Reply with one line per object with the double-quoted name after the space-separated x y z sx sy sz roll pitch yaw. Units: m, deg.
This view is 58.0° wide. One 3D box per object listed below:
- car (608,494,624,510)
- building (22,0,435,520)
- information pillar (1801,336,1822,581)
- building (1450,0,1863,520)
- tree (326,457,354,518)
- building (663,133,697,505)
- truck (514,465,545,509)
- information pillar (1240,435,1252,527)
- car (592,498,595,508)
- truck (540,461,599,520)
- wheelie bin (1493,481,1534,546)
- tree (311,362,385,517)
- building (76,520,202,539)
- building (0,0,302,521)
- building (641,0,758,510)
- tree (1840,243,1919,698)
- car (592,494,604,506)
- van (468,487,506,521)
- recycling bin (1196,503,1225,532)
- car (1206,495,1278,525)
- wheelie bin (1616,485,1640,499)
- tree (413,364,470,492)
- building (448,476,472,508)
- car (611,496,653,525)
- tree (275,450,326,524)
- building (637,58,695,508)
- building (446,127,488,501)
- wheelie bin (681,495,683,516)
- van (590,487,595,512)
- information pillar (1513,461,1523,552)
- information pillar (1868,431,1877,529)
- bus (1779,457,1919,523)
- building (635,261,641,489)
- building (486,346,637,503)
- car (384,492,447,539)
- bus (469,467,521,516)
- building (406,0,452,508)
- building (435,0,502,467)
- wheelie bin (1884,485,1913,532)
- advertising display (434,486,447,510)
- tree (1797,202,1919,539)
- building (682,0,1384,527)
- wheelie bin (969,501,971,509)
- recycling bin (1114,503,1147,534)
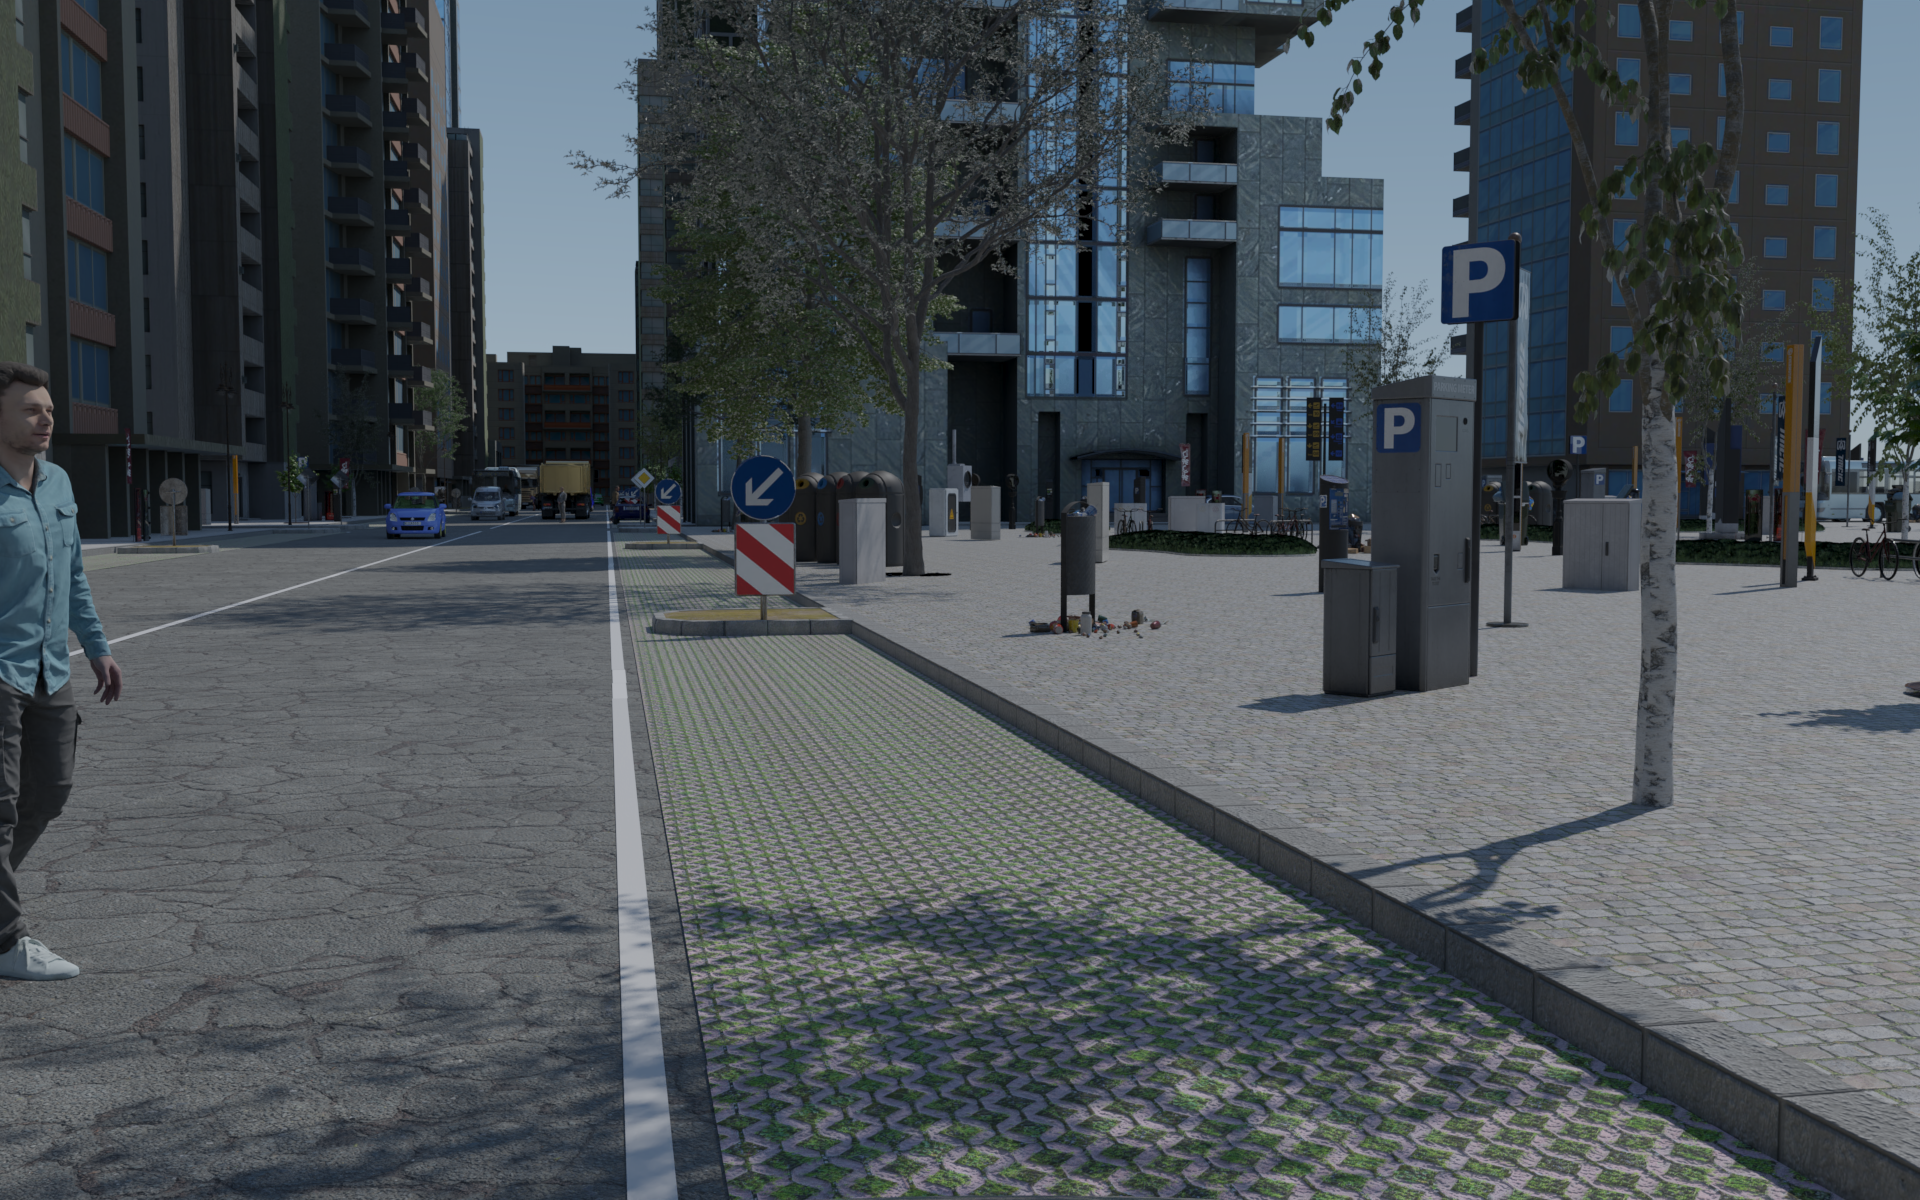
-30.791 -8.989 156.753 2.009 1.686 4.222 -1 4 -13 "car"
-46.216 -27.912 110.986 22.147 44.769 28.867 -1 4 -12 "building"
12.580 -2.091 25.549 0.183 3.616 0.504 2 4 34 "information pillar"
35.333 -26.857 89.215 14.200 45.320 14.600 -1 4 -12 "building"
-32.908 -5.933 91.609 1.663 3.219 1.824 0 3 0 "tree"
-17.274 -22.677 142.467 14.160 30.474 14.107 -1 4 -12 "building"
-41.754 -10.934 167.689 2.839 4.237 11.283 -1 4 -10 "truck"
11.318 -4.713 68.407 0.504 3.616 0.183 -2 4 -32 "information pillar"
-38.915 -10.434 180.190 1.945 1.707 3.694 -1 4 -11 "car"
-22.913 -6.424 100.962 3.469 3.379 9.791 -1 4 -10 "truck"
13.807 -2.166 43.316 0.980 1.594 0.693 0 4 5 "wheelie bin"
-33.842 -8.936 96.462 4.360 8.622 3.978 0 3 0 "tree"
-38.200 -24.123 49.037 28.867 44.769 22.147 -1 4 -12 "building"
-40.339 -19.014 82.581 14.160 30.474 14.107 -1 4 -12 "building"
-23.737 -45.638 184.441 20.563 71.187 20.611 -1 4 -12 "building"
6.424 -0.995 10.869 1.663 3.219 1.824 0 3 0 "tree"
-43.090 -11.997 204.951 1.959 1.807 4.718 -1 4 -13 "car"
-25.975 -5.400 95.307 2.013 2.044 4.112 -1 4 -11 "van"
6.971 -2.182 48.230 0.722 1.027 0.722 1 4 15 "recycling bin"
11.586 -3.796 74.066 4.499 1.417 2.014 -1 4 -10 "car"
22.217 -3.037 57.571 0.693 1.594 0.980 0 4 -3 "wheelie bin"
-41.297 -12.667 132.865 9.928 11.665 9.643 0 3 0 "tree"
-64.366 -29.026 166.454 32.217 40.220 23.993 -1 4 -12 "building"
-15.615 -4.271 82.403 1.945 1.354 3.894 -1 4 -10 "car"
-29.009 -4.934 75.267 1.663 3.219 1.824 0 3 0 "tree"
-23.940 -29.605 167.642 14.154 41.232 14.086 -1 4 -12 "building"
-58.878 -30.785 186.935 14.154 41.232 14.086 -1 4 -12 "building"
-15.351 -5.510 97.991 0.693 1.594 0.980 0 4 4 "wheelie bin"
-31.104 -8.413 141.944 2.240 2.365 5.245 -1 4 -10 "van"
12.391 -2.094 38.734 0.304 2.012 0.304 1 4 11 "information pillar"
33.806 -4.453 64.164 0.183 3.616 0.504 1 4 12 "information pillar"
44.704 -5.300 81.516 13.247 3.499 2.948 -1 4 -12 "bus"
-33.370 -27.188 216.226 14.160 30.474 14.107 -1 4 -12 "building"
-54.556 -24.260 241.686 28.899 21.520 27.650 -1 4 -12 "building"
-17.720 -2.867 56.463 1.945 1.707 3.694 -1 4 -13 "car"
-30.634 -7.332 114.740 2.948 3.499 13.247 -1 4 -12 "bus"
-51.927 -30.536 149.377 14.600 45.320 14.200 -1 4 -12 "building"
-71.153 -54.497 203.694 31.000 86.520 22.319 -1 4 -12 "building"
31.583 -3.082 58.304 0.693 1.594 0.980 0 4 -7 "wheelie bin"
-43.042 -8.457 143.493 0.974 1.923 0.123 0 4 -6 "advertising display"
23.181 -5.651 42.756 4.737 8.622 4.395 0 3 0 "tree"
2.150 -47.082 82.458 31.000 86.520 22.319 -1 4 -12 "building"
0.116 -5.518 98.122 0.693 1.594 0.980 -3 4 -36 "wheelie bin"
4.662 -2.131 47.400 0.722 1.027 0.722 -1 4 -12 "recycling bin"
